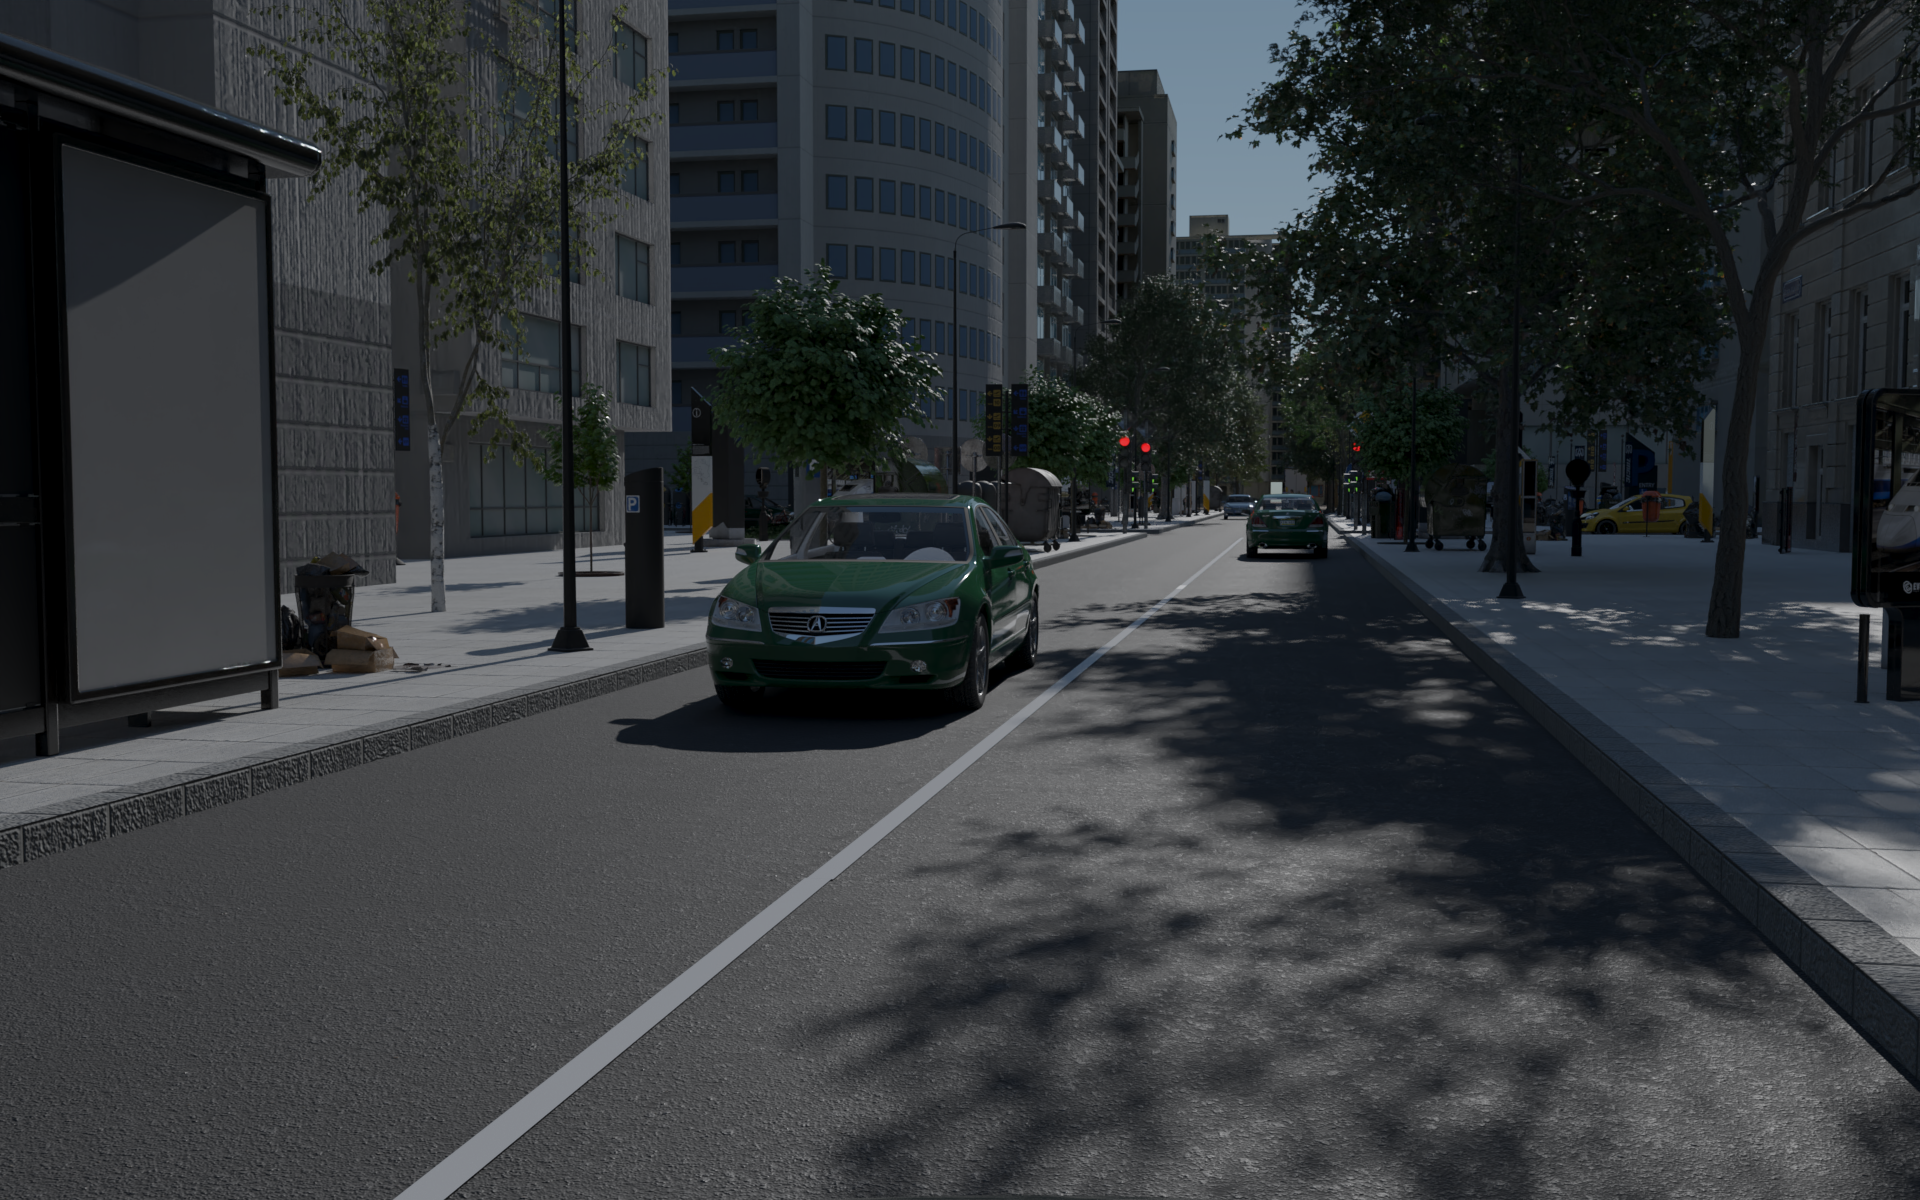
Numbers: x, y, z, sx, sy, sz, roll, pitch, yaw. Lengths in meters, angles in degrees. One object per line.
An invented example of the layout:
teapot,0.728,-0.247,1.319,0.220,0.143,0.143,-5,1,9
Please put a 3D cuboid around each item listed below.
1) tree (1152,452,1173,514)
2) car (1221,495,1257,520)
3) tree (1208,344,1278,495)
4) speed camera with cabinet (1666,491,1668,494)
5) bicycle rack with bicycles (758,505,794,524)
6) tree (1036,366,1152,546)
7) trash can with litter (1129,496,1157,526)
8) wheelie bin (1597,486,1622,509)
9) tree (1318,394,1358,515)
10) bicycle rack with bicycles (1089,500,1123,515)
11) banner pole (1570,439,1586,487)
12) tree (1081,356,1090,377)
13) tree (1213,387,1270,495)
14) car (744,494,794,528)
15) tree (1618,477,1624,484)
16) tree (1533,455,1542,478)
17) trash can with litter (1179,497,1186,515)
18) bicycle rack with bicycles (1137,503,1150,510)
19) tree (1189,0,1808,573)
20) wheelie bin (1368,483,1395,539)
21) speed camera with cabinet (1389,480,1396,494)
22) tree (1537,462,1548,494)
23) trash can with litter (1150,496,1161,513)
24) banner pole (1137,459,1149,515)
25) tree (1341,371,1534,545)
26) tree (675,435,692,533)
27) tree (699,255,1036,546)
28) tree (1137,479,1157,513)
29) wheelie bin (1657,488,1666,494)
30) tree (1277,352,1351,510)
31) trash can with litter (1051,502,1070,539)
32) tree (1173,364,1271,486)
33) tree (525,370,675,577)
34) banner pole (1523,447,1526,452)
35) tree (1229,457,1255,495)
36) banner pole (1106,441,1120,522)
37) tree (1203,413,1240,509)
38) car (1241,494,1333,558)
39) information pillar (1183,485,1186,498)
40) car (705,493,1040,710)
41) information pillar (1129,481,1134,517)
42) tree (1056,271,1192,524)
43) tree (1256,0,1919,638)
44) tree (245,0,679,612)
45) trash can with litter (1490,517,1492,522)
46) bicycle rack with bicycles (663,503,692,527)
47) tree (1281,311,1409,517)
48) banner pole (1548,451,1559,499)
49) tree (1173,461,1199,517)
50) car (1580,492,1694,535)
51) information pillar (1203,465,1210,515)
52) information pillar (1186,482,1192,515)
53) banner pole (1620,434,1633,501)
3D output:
tree,3.512,-4.206,52.475,4.285,4.588,4.351,0,3,0
car,15.846,-5.276,98.266,2.014,1.417,4.499,1,4,9
tree,33.501,-21.931,214.466,12.611,20.169,13.585,0,3,0
speed camera with cabinet,43.368,-6.719,104.197,2.038,3.252,0.660,0,4,7
bicycle rack with bicycles,-4.866,-2.679,57.189,2.925,0.926,2.852,3,5,42
tree,1.900,-3.658,43.528,4.285,4.588,4.351,0,3,0
trash can with litter,7.198,-3.637,70.523,1.678,1.210,2.233,1,4,17
wheelie bin,25.607,-3.689,68.223,0.980,1.594,0.693,0,4,-8
tree,23.880,-9.550,106.497,4.360,8.622,3.978,0,3,0
bicycle rack with bicycles,7.699,-5.556,104.217,2.852,0.926,2.925,-2,4,-24
banner pole,27.967,-5.423,78.687,0.863,3.779,0.401,3,5,42
tree,10.349,-10.446,87.799,9.611,12.733,9.660,0,3,0
tree,28.685,-16.108,181.496,7.486,12.596,7.792,0,3,0
car,-7.484,-3.249,62.908,4.222,1.686,2.009,1,4,10
tree,40.837,-6.712,104.340,1.663,3.219,1.824,0,3,0
tree,31.543,-7.059,99.120,4.285,4.588,4.351,0,3,0
trash can with litter,13.805,-5.813,106.437,0.624,1.170,1.055,-2,4,-28
bicycle rack with bicycles,12.556,-6.876,125.800,2.925,0.926,2.852,-2,4,-26
tree,8.937,-6.795,28.113,9.611,12.733,9.660,0,3,0
wheelie bin,12.197,-2.573,49.971,0.693,1.594,0.980,-1,4,-14
speed camera with cabinet,18.250,-4.826,73.246,0.660,3.252,2.038,0,4,4
tree,34.725,-6.683,103.868,1.663,3.219,1.824,0,3,0
trash can with litter,13.137,-6.311,114.580,1.055,1.170,0.624,-3,5,-39
banner pole,11.447,-7.217,108.018,0.863,3.779,0.401,-2,4,-24
tree,11.403,-3.714,44.430,4.285,4.588,4.351,0,3,0
tree,-9.002,-3.817,57.008,1.663,3.219,1.824,0,3,0
tree,-1.867,-2.458,23.904,4.285,4.588,4.351,0,3,0
tree,12.459,-7.531,117.738,1.663,3.219,1.824,0,3,0
wheelie bin,35.803,-4.945,88.763,0.980,1.594,0.693,2,4,35
tree,30.389,-14.363,141.485,9.857,13.997,8.962,0,3,0
trash can with litter,2.705,-2.327,49.440,0.624,1.170,1.055,2,4,31
tree,23.186,-15.287,156.601,9.857,13.997,8.962,0,3,0
tree,-5.780,-2.001,27.315,1.663,3.219,1.824,0,3,0
banner pole,30.069,-6.263,92.424,0.401,3.779,0.863,2,4,25
tree,32.013,-15.311,200.697,4.360,8.622,3.978,0,3,0
banner pole,7.032,-5.440,78.958,0.863,3.779,0.401,2,4,24
tree,20.219,-11.432,137.271,4.737,8.622,4.395,0,3,0
car,7.596,-1.742,40.282,2.131,1.459,4.920,1,4,10
information pillar,14.183,-7.170,108.580,0.504,3.616,0.183,3,4,37
car,-0.494,-0.082,13.146,2.131,1.459,4.920,1,4,10
information pillar,9.585,-5.655,96.951,0.304,2.012,0.304,-1,4,-19
tree,7.225,-8.467,72.842,7.601,10.594,8.767,3,5,40
tree,6.743,-4.921,14.874,8.767,10.594,7.601,1,4,12
tree,-5.459,-4.176,18.638,4.360,8.622,3.978,0,3,0
trash can with litter,25.194,-4.234,80.284,1.678,1.210,2.233,-1,4,-9
bicycle rack with bicycles,-11.885,-3.402,69.002,2.852,0.926,2.925,0,4,1
tree,21.767,-10.533,97.971,9.928,11.665,9.643,0,3,0
banner pole,34.289,-6.729,100.031,0.401,3.779,0.863,-2,4,-34
tree,12.072,-7.084,99.536,4.285,4.588,4.351,0,3,0
car,22.506,-2.878,57.282,3.980,1.641,2.015,1,4,11
information pillar,15.082,-7.005,105.889,0.504,3.616,0.183,-3,5,-42
information pillar,13.809,-6.120,104.555,0.304,2.012,0.304,1,4,23
banner pole,27.950,-5.060,72.742,0.863,3.779,0.401,-2,4,-27
